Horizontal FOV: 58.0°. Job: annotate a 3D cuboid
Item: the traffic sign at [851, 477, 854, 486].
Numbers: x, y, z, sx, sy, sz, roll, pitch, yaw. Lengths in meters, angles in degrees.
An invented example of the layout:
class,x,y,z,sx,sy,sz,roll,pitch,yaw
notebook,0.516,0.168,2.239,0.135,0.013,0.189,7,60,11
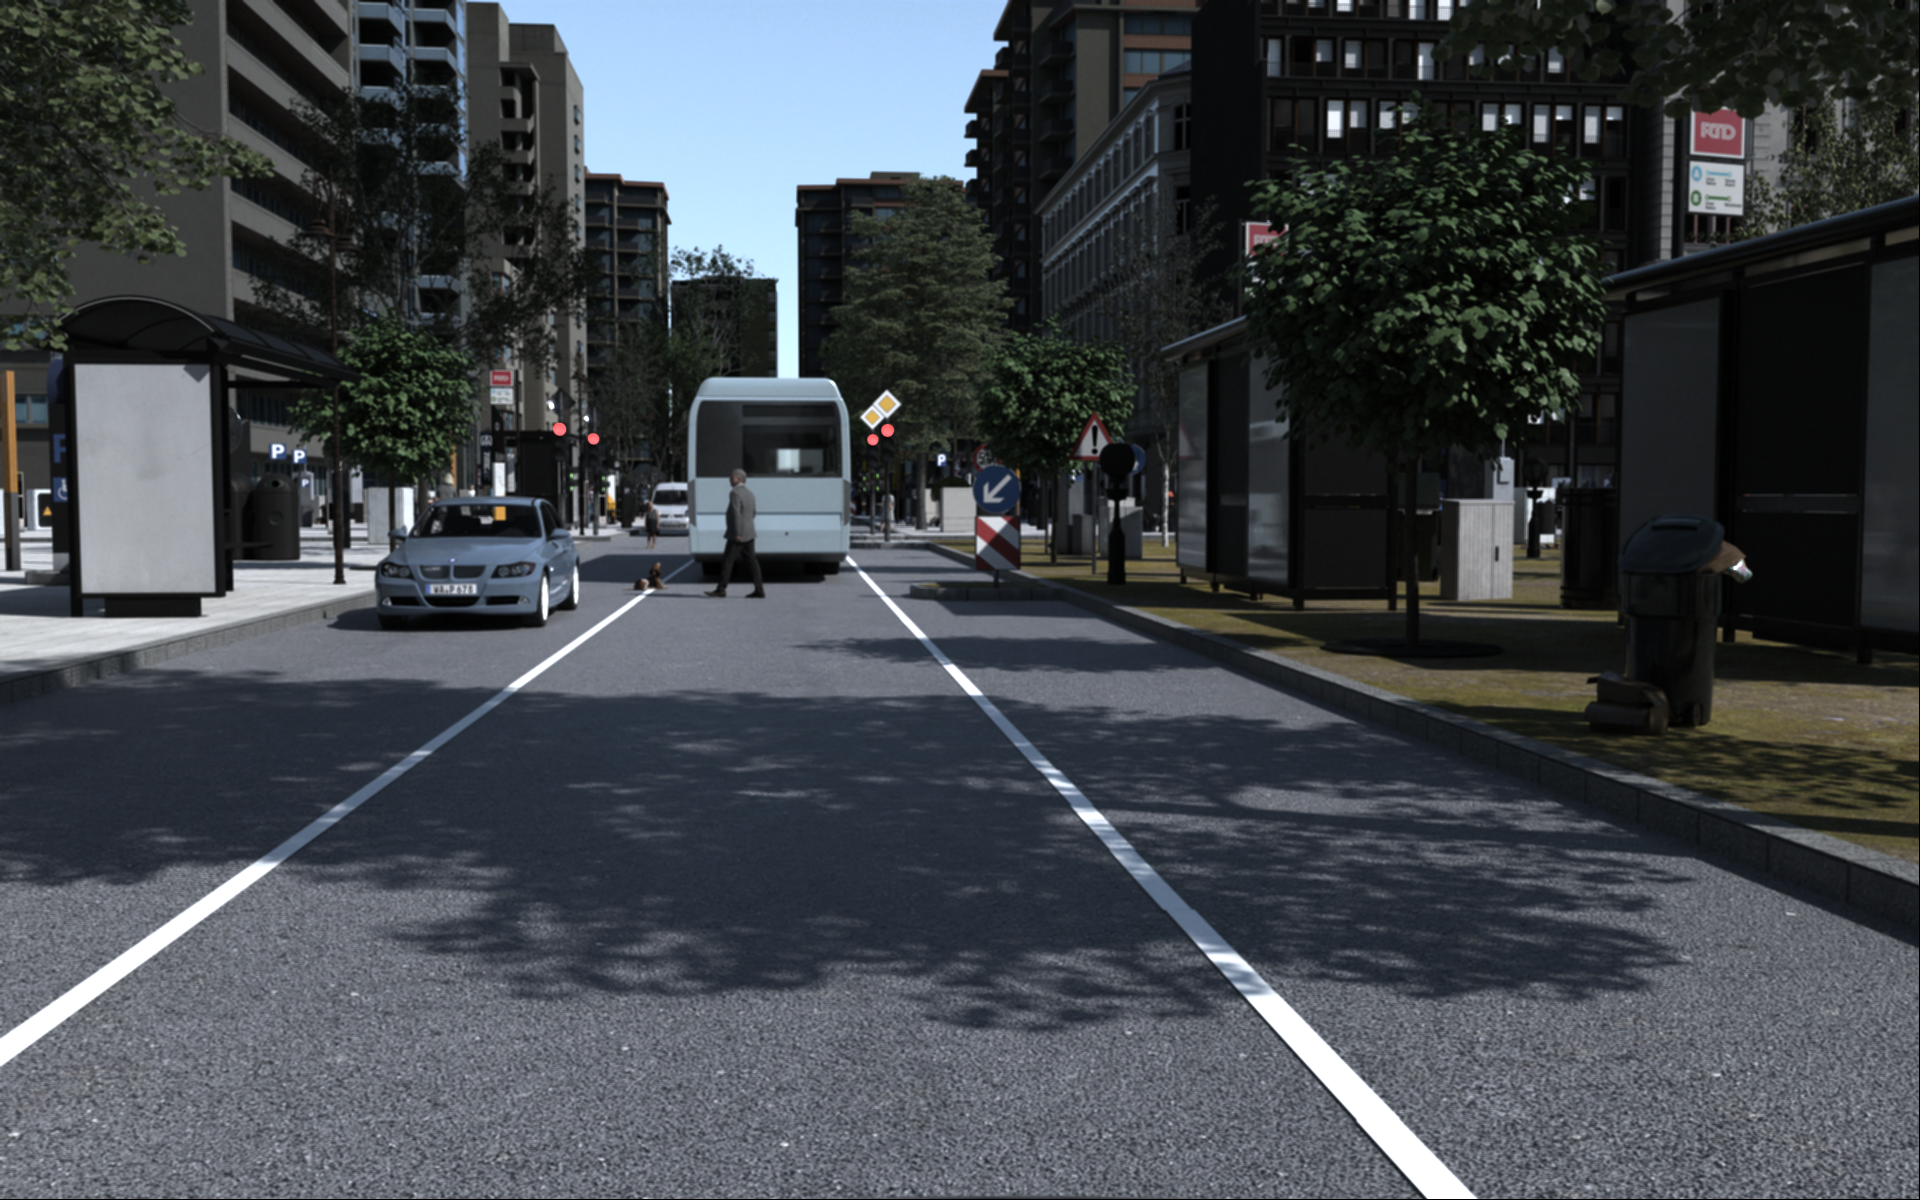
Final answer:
class,x,y,z,sx,sy,sz,roll,pitch,yaw
traffic sign,-8.145,-7.794,127.535,0.768,2.556,0.104,0,4,1

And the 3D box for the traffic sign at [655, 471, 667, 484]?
class,x,y,z,sx,sy,sz,roll,pitch,yaw
traffic sign,-16.766,-5.912,96.762,0.768,2.556,0.104,0,4,1

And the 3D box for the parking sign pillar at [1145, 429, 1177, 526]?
class,x,y,z,sx,sy,sz,roll,pitch,yaw
parking sign pillar,8.227,-5.028,70.677,1.447,3.967,1.447,0,4,-3

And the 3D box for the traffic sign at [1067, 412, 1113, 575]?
class,x,y,z,sx,sy,sz,roll,pitch,yaw
traffic sign,2.125,-1.676,27.404,0.884,2.594,0.081,0,4,-4

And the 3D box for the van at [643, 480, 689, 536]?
class,x,y,z,sx,sy,sz,roll,pitch,yaw
van,-9.924,-3.244,60.057,2.013,2.044,4.112,0,4,-7

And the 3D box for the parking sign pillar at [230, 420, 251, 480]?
class,x,y,z,sx,sy,sz,roll,pitch,yaw
parking sign pillar,-26.498,-4.559,63.014,1.447,3.967,1.447,3,4,38

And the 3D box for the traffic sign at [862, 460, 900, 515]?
class,x,y,z,sx,sy,sz,roll,pitch,yaw
traffic sign,-4.755,-6.746,104.176,2.265,3.308,0.079,0,4,1

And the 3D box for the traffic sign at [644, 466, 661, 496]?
class,x,y,z,sx,sy,sz,roll,pitch,yaw
traffic sign,-13.959,-4.803,78.633,0.768,2.556,0.104,0,4,-3

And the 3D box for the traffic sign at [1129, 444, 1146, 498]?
class,x,y,z,sx,sy,sz,roll,pitch,yaw
traffic sign,4.372,-2.710,44.410,0.768,2.556,0.104,0,4,-4

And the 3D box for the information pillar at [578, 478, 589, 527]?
class,x,y,z,sx,sy,sz,roll,pitch,yaw
information pillar,-14.591,-3.828,67.075,0.304,2.012,0.304,1,4,15

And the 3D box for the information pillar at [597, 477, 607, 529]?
class,x,y,z,sx,sy,sz,roll,pitch,yaw
information pillar,-13.331,-3.660,64.334,0.304,2.012,0.304,-2,4,-30

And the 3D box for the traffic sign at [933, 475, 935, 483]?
class,x,y,z,sx,sy,sz,roll,pitch,yaw
traffic sign,-1.314,-6.572,107.557,0.768,2.556,0.104,0,4,-1

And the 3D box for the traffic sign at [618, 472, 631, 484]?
class,x,y,z,sx,sy,sz,roll,pitch,yaw
traffic sign,-15.741,-4.849,81.403,0.606,2.300,0.079,0,4,1

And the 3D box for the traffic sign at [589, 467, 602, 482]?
class,x,y,z,sx,sy,sz,roll,pitch,yaw
traffic sign,-16.297,-4.724,77.336,0.768,2.556,0.104,0,4,-5

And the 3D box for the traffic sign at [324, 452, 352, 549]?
class,x,y,z,sx,sy,sz,roll,pitch,yaw
traffic sign,-14.411,-2.459,40.307,0.768,2.556,0.104,0,4,-2

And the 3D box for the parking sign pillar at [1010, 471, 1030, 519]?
class,x,y,z,sx,sy,sz,roll,pitch,yaw
parking sign pillar,2.965,-6.240,90.493,1.447,3.967,1.447,-1,4,-18

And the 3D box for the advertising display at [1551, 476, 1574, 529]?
class,x,y,z,sx,sy,sz,roll,pitch,yaw
advertising display,21.965,-3.548,63.217,0.123,1.923,0.974,-2,4,-29

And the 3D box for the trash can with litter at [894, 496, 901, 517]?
class,x,y,z,sx,sy,sz,roll,pitch,yaw
trash can with litter,-3.471,-4.864,90.909,1.055,1.170,0.624,-1,4,-20

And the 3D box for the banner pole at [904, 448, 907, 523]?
class,x,y,z,sx,sy,sz,roll,pitch,yaw
banner pole,-2.491,-5.406,78.410,0.401,3.779,0.863,0,4,1

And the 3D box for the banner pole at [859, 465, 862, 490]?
class,x,y,z,sx,sy,sz,roll,pitch,yaw
banner pole,-7.127,-8.532,129.507,0.863,3.779,0.401,-1,4,-18

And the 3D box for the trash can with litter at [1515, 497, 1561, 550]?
class,x,y,z,sx,sy,sz,roll,pitch,yaw
trash can with litter,13.965,-1.781,40.183,2.233,1.210,1.678,1,4,17

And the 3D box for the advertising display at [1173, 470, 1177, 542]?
class,x,y,z,sx,sy,sz,roll,pitch,yaw
advertising display,5.946,-2.488,45.885,0.123,1.923,0.974,-1,4,-23

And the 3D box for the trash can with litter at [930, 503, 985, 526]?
class,x,y,z,sx,sy,sz,roll,pitch,yaw
trash can with litter,0.363,-3.221,63.725,2.233,1.210,1.678,1,4,23

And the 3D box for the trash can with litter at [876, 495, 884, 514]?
class,x,y,z,sx,sy,sz,roll,pitch,yaw
trash can with litter,-5.092,-6.276,113.677,1.678,1.210,2.233,-3,4,-37

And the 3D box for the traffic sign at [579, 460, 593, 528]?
class,x,y,z,sx,sy,sz,roll,pitch,yaw
traffic sign,-14.002,-3.964,64.914,0.768,2.556,0.104,0,4,3

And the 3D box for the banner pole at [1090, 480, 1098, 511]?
class,x,y,z,sx,sy,sz,roll,pitch,yaw
banner pole,7.664,-6.707,99.668,0.401,3.779,0.863,3,5,45

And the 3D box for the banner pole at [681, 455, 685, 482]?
class,x,y,z,sx,sy,sz,roll,pitch,yaw
banner pole,-17.780,-7.409,111.148,0.401,3.779,0.863,-2,4,-27

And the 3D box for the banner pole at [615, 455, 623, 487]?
class,x,y,z,sx,sy,sz,roll,pitch,yaw
banner pole,-21.906,-7.422,111.363,0.401,3.779,0.863,3,5,41

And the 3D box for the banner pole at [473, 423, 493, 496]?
class,x,y,z,sx,sy,sz,roll,pitch,yaw
banner pole,-16.890,-4.359,61.280,0.863,3.779,0.401,-1,4,-13

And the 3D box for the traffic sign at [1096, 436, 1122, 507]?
class,x,y,z,sx,sy,sz,roll,pitch,yaw
traffic sign,3.004,-2.171,35.607,0.768,2.556,0.104,0,4,-1

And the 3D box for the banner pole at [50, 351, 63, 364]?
class,x,y,z,sx,sy,sz,roll,pitch,yaw
banner pole,-13.510,-2.208,26.118,0.863,3.779,0.401,3,5,40

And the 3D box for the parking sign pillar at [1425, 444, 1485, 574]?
class,x,y,z,sx,sy,sz,roll,pitch,yaw
parking sign pillar,8.083,-2.433,28.249,1.447,3.967,1.447,3,5,42

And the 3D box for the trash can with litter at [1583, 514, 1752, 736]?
class,x,y,z,sx,sy,sz,roll,pitch,yaw
trash can with litter,3.869,0.115,9.509,0.624,1.170,1.055,3,5,41

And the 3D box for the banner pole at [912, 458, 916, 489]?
class,x,y,z,sx,sy,sz,roll,pitch,yaw
banner pole,-2.734,-6.947,103.600,0.401,3.779,0.863,1,4,19

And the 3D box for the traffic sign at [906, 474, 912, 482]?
class,x,y,z,sx,sy,sz,roll,pitch,yaw
traffic sign,-3.149,-6.705,109.738,0.768,2.556,0.104,0,4,3

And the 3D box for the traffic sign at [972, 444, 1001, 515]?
class,x,y,z,sx,sy,sz,roll,pitch,yaw
traffic sign,0.688,-2.667,43.712,0.768,2.556,0.104,0,4,0

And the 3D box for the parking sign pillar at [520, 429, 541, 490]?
class,x,y,z,sx,sy,sz,roll,pitch,yaw
parking sign pillar,-17.881,-5.135,72.426,1.447,3.967,1.447,2,4,35

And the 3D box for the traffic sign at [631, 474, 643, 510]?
class,x,y,z,sx,sy,sz,roll,pitch,yaw
traffic sign,-20.612,-6.744,110.374,0.768,2.556,0.104,0,4,3

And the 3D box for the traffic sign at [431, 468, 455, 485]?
class,x,y,z,sx,sy,sz,roll,pitch,yaw
traffic sign,-16.746,-3.417,55.879,0.884,2.594,0.081,0,4,0

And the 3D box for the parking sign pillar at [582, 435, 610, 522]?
class,x,y,z,sx,sy,sz,roll,pitch,yaw
parking sign pillar,-17.506,-5.701,81.690,1.447,3.967,1.447,-2,4,-24

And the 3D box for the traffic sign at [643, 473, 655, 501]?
class,x,y,z,sx,sy,sz,roll,pitch,yaw
traffic sign,-14.927,-4.956,83.161,0.606,2.300,0.079,0,4,-5

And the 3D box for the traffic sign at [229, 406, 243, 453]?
class,x,y,z,sx,sy,sz,roll,pitch,yaw
traffic sign,-10.259,-1.453,23.863,0.768,2.556,0.104,0,4,2

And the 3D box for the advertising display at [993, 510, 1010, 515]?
class,x,y,z,sx,sy,sz,roll,pitch,yaw
advertising display,1.032,-2.313,43.034,0.123,1.923,0.974,-1,4,-16

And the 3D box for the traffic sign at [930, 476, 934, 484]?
class,x,y,z,sx,sy,sz,roll,pitch,yaw
traffic sign,-1.511,-6.774,110.494,0.795,2.593,0.064,0,4,-5

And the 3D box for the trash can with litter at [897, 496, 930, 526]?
class,x,y,z,sx,sy,sz,roll,pitch,yaw
trash can with litter,-1.652,-3.629,70.387,1.678,1.210,2.233,-3,5,-42

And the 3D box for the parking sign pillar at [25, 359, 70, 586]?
class,x,y,z,sx,sy,sz,roll,pitch,yaw
parking sign pillar,-12.632,-2.222,24.798,1.447,3.967,1.447,-1,4,-13

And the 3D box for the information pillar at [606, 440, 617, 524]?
class,x,y,z,sx,sy,sz,roll,pitch,yaw
information pillar,-15.047,-5.094,74.643,0.183,3.616,0.504,2,4,31
